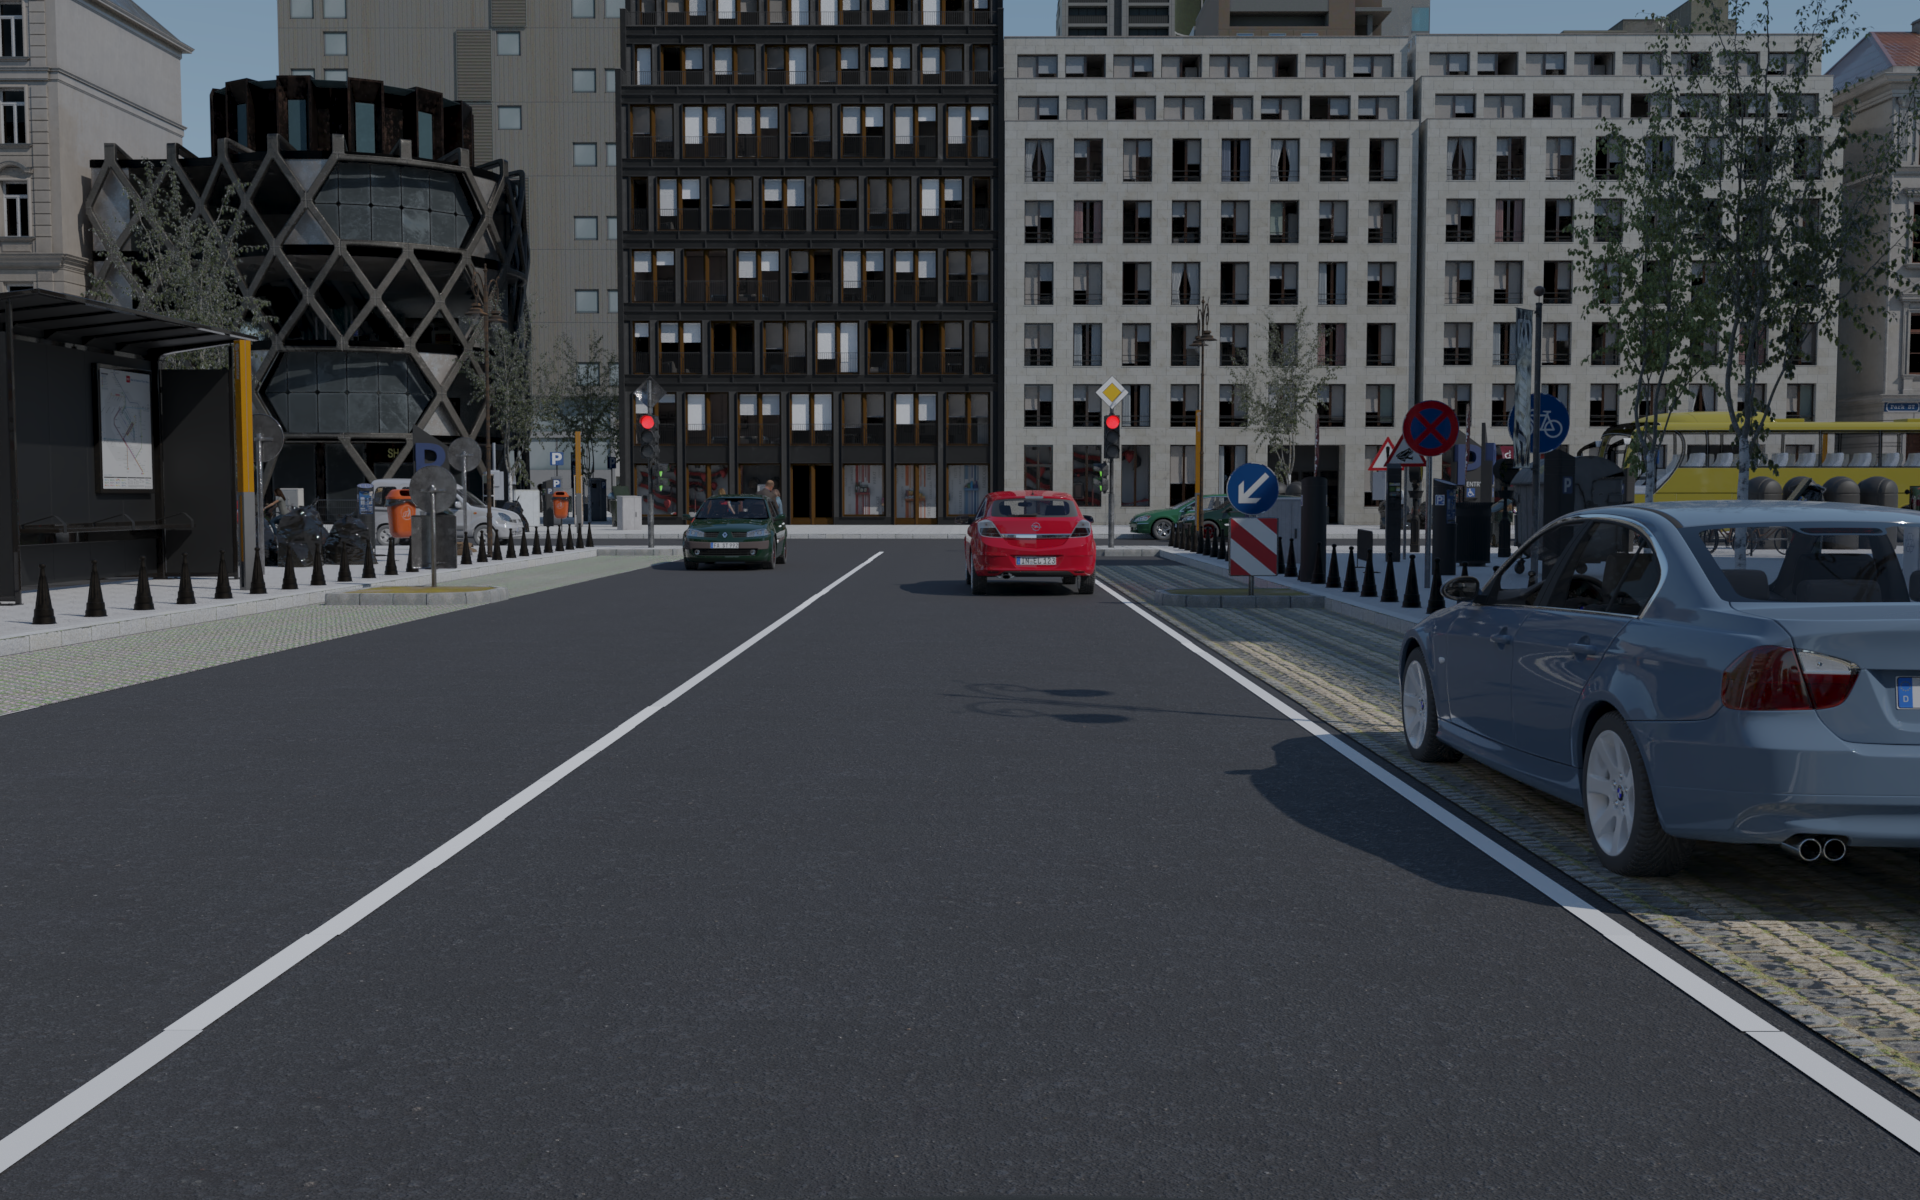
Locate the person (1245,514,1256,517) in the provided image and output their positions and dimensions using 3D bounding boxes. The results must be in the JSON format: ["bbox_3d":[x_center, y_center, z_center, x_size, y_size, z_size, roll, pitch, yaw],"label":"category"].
[{"bbox_3d":[7.856,-2.270,46.061,0.683,1.767,0.568,0,4,5],"label":"person"}]

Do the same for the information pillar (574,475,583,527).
[{"bbox_3d":[-14.934,-3.873,67.822,0.304,2.012,0.304,0,4,-6],"label":"information pillar"}]

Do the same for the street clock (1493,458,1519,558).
[{"bbox_3d":[11.038,-1.865,35.058,0.471,2.002,0.358,-1,4,-17],"label":"street clock"}]

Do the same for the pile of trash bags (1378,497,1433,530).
[{"bbox_3d":[16.242,-3.279,63.364,1.912,1.369,3.447,0,4,-1],"label":"pile of trash bags"}]

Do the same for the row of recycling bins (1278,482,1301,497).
[{"bbox_3d":[10.416,-3.126,58.224,1.069,1.692,3.534,-2,4,-29],"label":"row of recycling bins"}]

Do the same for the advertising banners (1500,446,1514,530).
[{"bbox_3d":[20.491,-4.062,62.608,2.074,3.025,0.090,0,4,-7],"label":"advertising banners"}]

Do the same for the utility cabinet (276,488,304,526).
[{"bbox_3d":[-26.185,-3.607,67.649,1.173,1.500,0.318,2,4,25],"label":"utility cabinet"}]

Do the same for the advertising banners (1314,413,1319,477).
[{"bbox_3d":[7.802,-2.585,38.455,0.090,3.025,2.074,0,4,4],"label":"advertising banners"}]

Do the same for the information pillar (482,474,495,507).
[{"bbox_3d":[-17.621,-3.686,64.764,0.304,2.012,0.304,2,4,33],"label":"information pillar"}]

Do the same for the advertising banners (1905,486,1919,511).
[{"bbox_3d":[69.353,-7.910,125.522,0.090,3.025,2.074,-1,4,-12],"label":"advertising banners"}]

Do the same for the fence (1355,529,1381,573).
[{"bbox_3d":[6.796,-0.839,29.089,0.278,0.683,2.069,0,4,6],"label":"fence"}]

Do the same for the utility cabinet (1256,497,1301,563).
[{"bbox_3d":[6.013,-1.281,32.104,1.020,1.237,0.306,0,4,4],"label":"utility cabinet"}]

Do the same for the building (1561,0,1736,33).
[{"bbox_3d":[67.541,-33.726,175.116,21.600,48.544,21.300,0,4,0],"label":"building"}]

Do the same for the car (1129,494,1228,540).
[{"bbox_3d":[7.791,-2.624,54.703,4.920,1.459,2.131,0,4,1],"label":"car"}]

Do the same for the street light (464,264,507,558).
[{"bbox_3d":[-9.522,-3.800,34.915,0.468,5.910,1.993,0,4,0],"label":"street light"}]

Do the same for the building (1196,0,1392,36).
[{"bbox_3d":[27.811,-30.451,147.991,14.600,45.320,14.200,0,4,0],"label":"building"}]

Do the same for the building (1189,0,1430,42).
[{"bbox_3d":[32.535,-33.683,170.327,23.786,49.044,30.456,0,4,0],"label":"building"}]

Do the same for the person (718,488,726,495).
[{"bbox_3d":[-7.167,-2.594,52.618,0.593,1.614,0.444,2,4,25],"label":"person"}]

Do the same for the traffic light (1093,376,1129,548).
[{"bbox_3d":[3.593,-3.202,41.272,0.839,4.253,0.868,0,4,0],"label":"traffic light"}]

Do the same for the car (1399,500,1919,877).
[{"bbox_3d":[3.297,0.259,7.761,2.014,1.417,4.499,0,4,0],"label":"car"}]

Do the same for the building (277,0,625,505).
[{"bbox_3d":[-37.033,-33.776,141.475,28.713,52.752,27.495,0,4,0],"label":"building"}]

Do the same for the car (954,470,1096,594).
[{"bbox_3d":[1.004,-1.052,26.234,2.155,1.783,4.494,0,4,-1],"label":"car"}]

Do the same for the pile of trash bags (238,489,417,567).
[{"bbox_3d":[-11.452,-1.349,31.802,1.912,1.369,3.447,2,4,35],"label":"pile of trash bags"}]

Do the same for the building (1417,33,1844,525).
[{"bbox_3d":[27.321,-13.502,75.501,16.860,20.320,10.420,0,4,0],"label":"building"}]

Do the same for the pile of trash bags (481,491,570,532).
[{"bbox_3d":[-14.965,-2.995,58.713,3.447,1.369,1.912,0,4,-7],"label":"pile of trash bags"}]

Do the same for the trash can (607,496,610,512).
[{"bbox_3d":[-24.637,-6.776,122.438,0.748,1.137,0.748,0,3,0],"label":"trash can"}]

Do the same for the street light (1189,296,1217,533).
[{"bbox_3d":[5.676,-4.147,40.598,0.468,5.910,1.993,0,4,0],"label":"street light"}]

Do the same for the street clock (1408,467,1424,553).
[{"bbox_3d":[9.997,-2.045,38.009,0.358,2.002,0.471,2,4,25],"label":"street clock"}]

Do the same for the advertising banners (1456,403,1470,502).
[{"bbox_3d":[10.007,-2.343,34.488,0.090,3.025,2.074,1,4,11],"label":"advertising banners"}]

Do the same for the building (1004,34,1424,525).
[{"bbox_3d":[10.253,-13.525,75.890,16.860,20.320,10.420,0,4,0],"label":"building"}]

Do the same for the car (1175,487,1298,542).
[{"bbox_3d":[8.600,-2.601,52.309,4.222,1.686,2.009,0,3,0],"label":"car"}]

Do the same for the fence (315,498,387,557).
[{"bbox_3d":[-12.856,-1.529,36.199,2.264,1.192,0.480,3,4,37],"label":"fence"}]

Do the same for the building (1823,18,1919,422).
[{"bbox_3d":[47.539,-14.627,75.305,21.152,22.565,11.583,0,4,0],"label":"building"}]

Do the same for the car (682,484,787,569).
[{"bbox_3d":[-4.396,-1.491,34.163,2.009,1.686,4.222,0,4,-1],"label":"car"}]

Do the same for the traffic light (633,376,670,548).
[{"bbox_3d":[-7.368,-3.203,41.294,0.839,4.253,0.868,0,4,0],"label":"traffic light"}]

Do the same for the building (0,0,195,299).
[{"bbox_3d":[-48.992,-17.097,76.800,25.104,27.353,12.463,0,4,0],"label":"building"}]

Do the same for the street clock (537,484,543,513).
[{"bbox_3d":[-28.794,-6.999,118.997,0.471,2.002,0.358,-2,4,-24],"label":"street clock"}]

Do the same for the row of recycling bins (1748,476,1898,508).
[{"bbox_3d":[20.010,-2.030,40.299,3.534,1.692,1.069,0,4,-1],"label":"row of recycling bins"}]

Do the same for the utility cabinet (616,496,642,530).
[{"bbox_3d":[-11.771,-3.090,61.685,0.306,1.237,1.020,2,4,30],"label":"utility cabinet"}]

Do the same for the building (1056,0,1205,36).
[{"bbox_3d":[23.817,-48.963,238.796,20.611,71.187,20.563,0,4,0],"label":"building"}]

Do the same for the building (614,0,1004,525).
[{"bbox_3d":[-6.091,-15.118,76.863,15.834,23.373,12.332,0,4,0],"label":"building"}]

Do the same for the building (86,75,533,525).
[{"bbox_3d":[-28.001,-12.929,78.839,16.811,18.784,16.820,0,4,0],"label":"building"}]

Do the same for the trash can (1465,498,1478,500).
[{"bbox_3d":[18.765,-3.205,64.053,0.748,1.137,0.748,0,3,0],"label":"trash can"}]

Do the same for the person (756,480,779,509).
[{"bbox_3d":[-4.299,-1.794,38.515,0.565,1.739,0.600,0,4,5],"label":"person"}]

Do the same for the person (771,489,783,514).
[{"bbox_3d":[-4.427,-1.871,41.305,0.429,1.552,0.499,2,4,30],"label":"person"}]

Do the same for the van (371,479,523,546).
[{"bbox_3d":[-14.072,-2.470,47.391,4.112,2.044,2.013,0,4,1],"label":"van"}]

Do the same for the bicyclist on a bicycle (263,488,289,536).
[{"bbox_3d":[-20.262,-2.529,51.366,1.625,1.676,1.499,0,4,2],"label":"bicyclist on a bicycle"}]
